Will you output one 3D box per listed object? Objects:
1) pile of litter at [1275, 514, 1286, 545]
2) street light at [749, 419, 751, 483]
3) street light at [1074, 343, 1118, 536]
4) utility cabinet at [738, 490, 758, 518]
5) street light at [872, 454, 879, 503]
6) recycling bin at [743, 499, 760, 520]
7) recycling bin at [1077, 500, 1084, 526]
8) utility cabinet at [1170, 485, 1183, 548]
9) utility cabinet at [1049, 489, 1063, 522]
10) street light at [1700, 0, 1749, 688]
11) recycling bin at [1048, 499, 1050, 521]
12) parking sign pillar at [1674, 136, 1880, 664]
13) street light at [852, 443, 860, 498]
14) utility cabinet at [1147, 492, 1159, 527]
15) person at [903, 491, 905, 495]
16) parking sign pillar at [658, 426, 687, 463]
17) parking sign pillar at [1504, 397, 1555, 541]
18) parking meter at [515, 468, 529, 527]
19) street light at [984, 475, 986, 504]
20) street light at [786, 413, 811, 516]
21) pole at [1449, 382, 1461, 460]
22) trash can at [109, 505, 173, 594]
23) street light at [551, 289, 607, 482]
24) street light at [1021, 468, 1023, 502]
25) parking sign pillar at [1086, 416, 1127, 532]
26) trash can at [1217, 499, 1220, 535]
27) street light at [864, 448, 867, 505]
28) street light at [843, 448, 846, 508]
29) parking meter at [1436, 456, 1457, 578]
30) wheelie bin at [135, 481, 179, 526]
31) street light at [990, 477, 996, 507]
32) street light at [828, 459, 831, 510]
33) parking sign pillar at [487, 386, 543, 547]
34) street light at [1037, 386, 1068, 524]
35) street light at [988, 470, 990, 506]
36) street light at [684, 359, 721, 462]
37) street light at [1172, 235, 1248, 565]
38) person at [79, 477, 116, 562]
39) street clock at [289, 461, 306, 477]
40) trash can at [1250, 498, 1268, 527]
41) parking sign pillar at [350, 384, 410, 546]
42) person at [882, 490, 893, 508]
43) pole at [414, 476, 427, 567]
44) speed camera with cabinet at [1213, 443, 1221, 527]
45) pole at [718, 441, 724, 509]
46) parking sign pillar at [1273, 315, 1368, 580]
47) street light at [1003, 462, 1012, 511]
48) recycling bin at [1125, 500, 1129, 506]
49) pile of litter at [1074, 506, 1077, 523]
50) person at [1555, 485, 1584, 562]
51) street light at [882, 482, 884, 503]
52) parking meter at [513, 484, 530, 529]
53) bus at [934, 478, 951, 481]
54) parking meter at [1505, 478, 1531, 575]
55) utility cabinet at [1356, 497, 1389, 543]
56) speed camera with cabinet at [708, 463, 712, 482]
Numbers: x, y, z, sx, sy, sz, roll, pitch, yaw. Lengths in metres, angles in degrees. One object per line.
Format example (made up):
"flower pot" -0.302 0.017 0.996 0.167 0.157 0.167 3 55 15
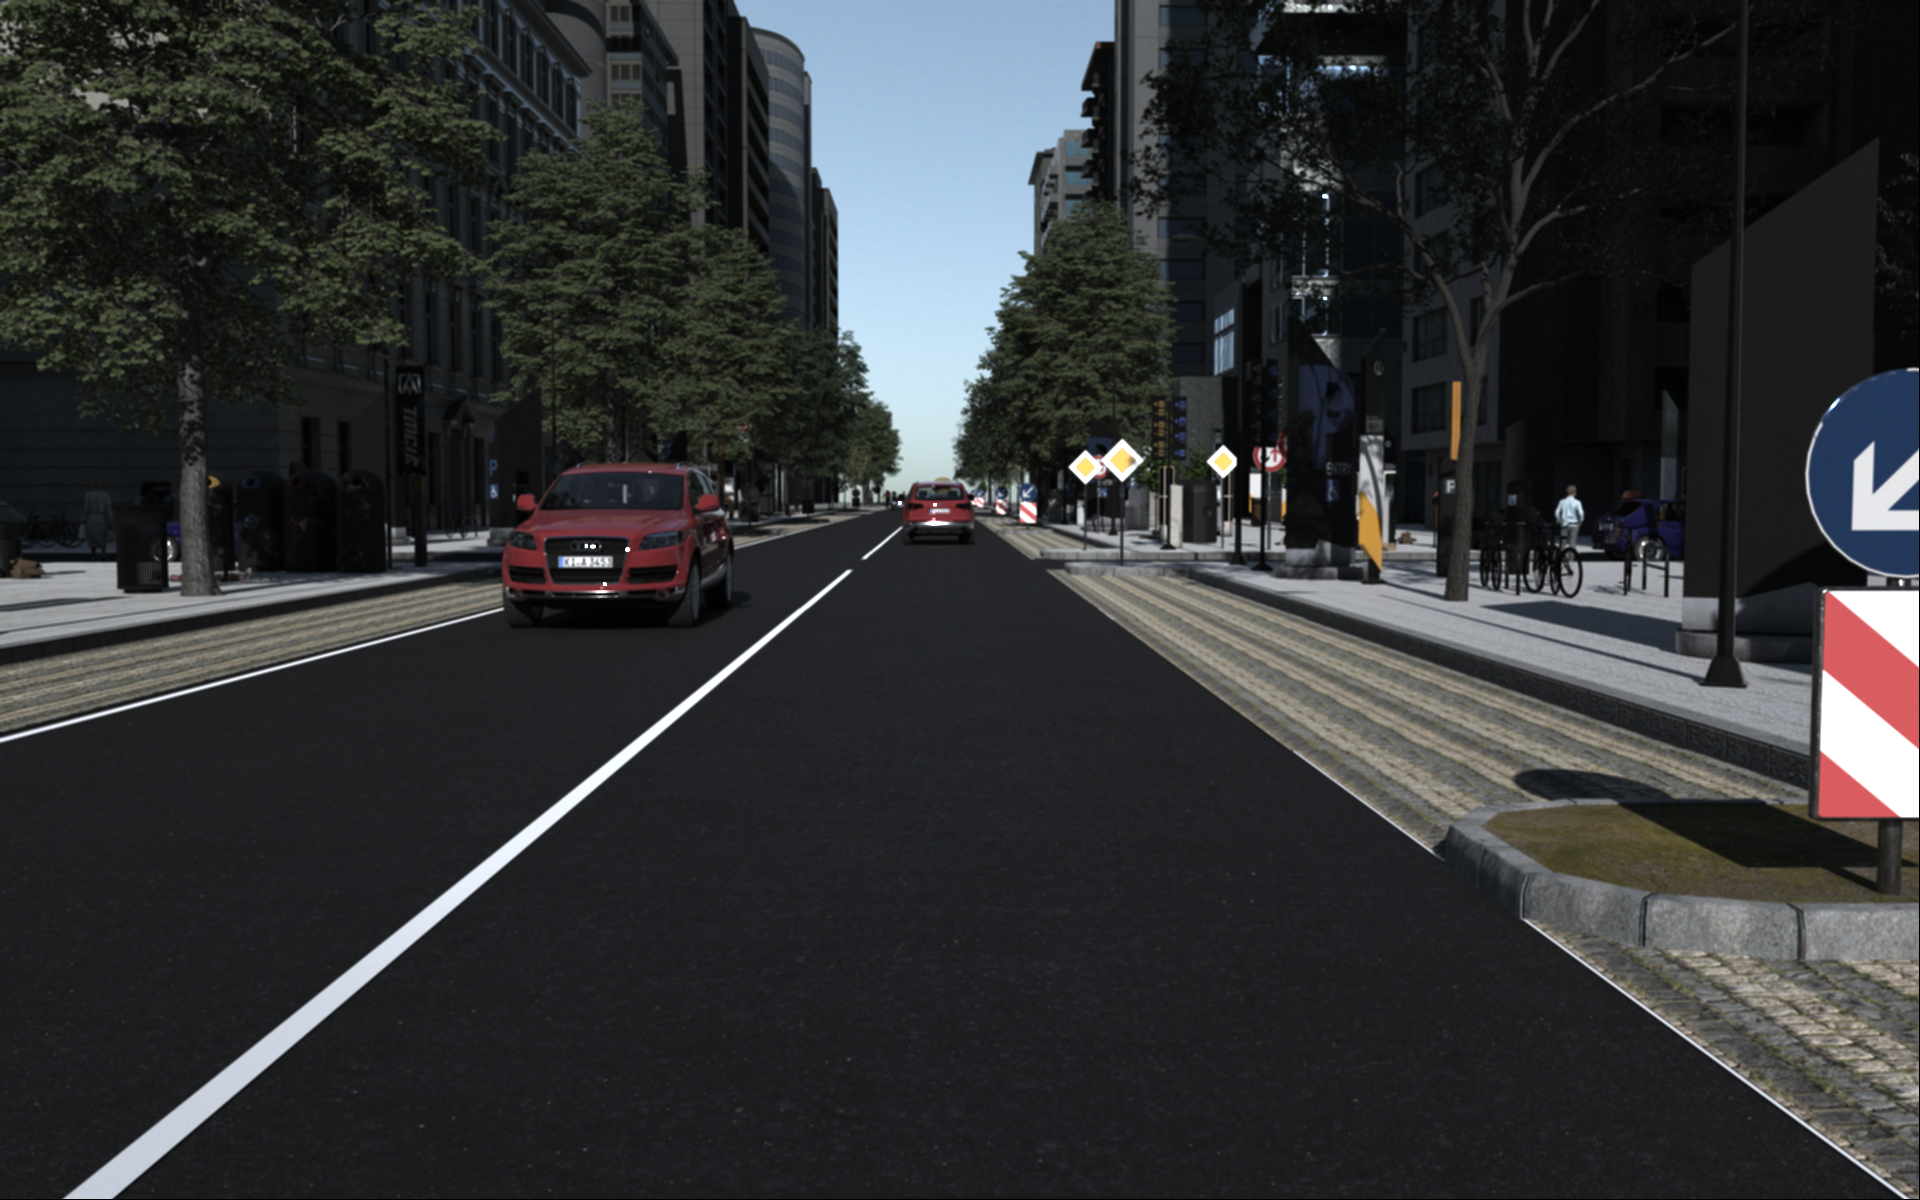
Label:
"pile of litter" 8.545 -1.805 43.473 1.176 0.858 1.719 0 4 -4
"street light" -9.139 -6.548 79.606 1.470 5.913 1.316 0 4 -1
"street light" 4.213 -4.955 53.548 1.470 5.913 1.316 0 4 -1
"utility cabinet" -11.321 -5.131 92.574 1.173 1.500 0.318 3 4 36
"street light" -10.325 -13.828 198.635 1.470 5.913 1.316 0 4 -1
"recycling bin" -10.476 -4.548 86.906 0.722 1.027 0.722 -1 4 -21
"recycling bin" 5.164 -3.505 69.865 0.722 1.027 0.722 2 4 25
"utility cabinet" 5.166 -2.005 41.459 0.318 1.500 1.173 0 4 5
"utility cabinet" 4.403 -4.248 78.140 0.318 1.500 1.173 2 4 28
"street light" 4.591 -2.379 11.445 1.470 5.913 1.316 0 4 -1
"recycling bin" 4.601 -4.249 82.028 0.722 1.027 0.722 1 4 21
"parking sign pillar" 6.460 -1.540 13.655 1.447 3.967 1.447 2 4 30
"street light" -9.827 -11.212 155.859 1.470 5.913 1.316 0 4 -1
"utility cabinet" 7.142 -3.597 67.487 1.173 1.500 0.318 3 4 36
"person" -8.506 -15.643 263.900 0.705 1.869 1.348 1 4 16
"parking sign pillar" -10.737 -4.708 65.442 1.447 3.967 1.447 1 4 13
"parking sign pillar" 15.888 -3.661 48.322 1.447 3.967 1.447 1 4 18
"parking meter" -9.692 -1.995 38.333 0.255 1.863 0.399 -1 4 -21
"street light" 2.889 -12.093 170.268 1.470 5.913 1.316 0 4 -1
"street light" -9.307 -7.757 99.363 1.470 5.913 1.316 0 4 -1
"pole" 8.991 -2.303 31.502 0.158 3.312 0.155 0 3 0
"trash can" -10.612 -0.662 22.472 0.748 1.137 0.748 0 3 0
"street light" -8.694 -4.088 39.381 1.470 5.913 1.316 0 4 -1
"street light" 3.730 -7.371 93.061 1.470 5.913 1.316 0 4 -1
"parking sign pillar" 4.985 -4.328 59.234 1.447 3.967 1.447 2 4 34
"trash can" 8.238 -2.639 54.798 0.748 1.137 0.748 0 3 0
"street light" -10.059 -12.443 175.979 1.470 5.913 1.316 0 4 -1
"street light" -9.728 -10.004 136.101 1.470 5.913 1.316 0 4 -1
"parking meter" 7.550 -1.279 26.622 0.399 1.863 0.255 1 4 9
"wheelie bin" -19.435 -2.087 42.026 0.980 1.594 0.693 -3 5 -44
"street light" 3.238 -9.665 130.566 1.470 5.913 1.316 0 4 -1
"street light" -9.472 -8.774 115.989 1.470 5.913 1.316 0 4 -1
"parking sign pillar" -10.978 -3.322 42.795 1.447 3.967 1.447 3 5 41
"street light" 3.894 -6.163 73.304 1.470 5.913 1.316 0 4 -1
"street light" 3.238 -10.885 150.513 1.470 5.913 1.316 0 4 -1
"street light" -8.932 -5.332 59.712 1.470 5.913 1.316 0 4 -1
"street light" 4.495 -3.588 31.203 1.470 5.913 1.316 0 4 -1
"person" -17.455 -1.598 34.981 0.694 1.780 0.624 -1 4 -18
"street clock" -14.638 -2.064 38.324 0.358 2.002 0.471 -3 5 -41
"trash can" 11.704 -3.436 67.825 0.748 1.137 0.748 0 3 0
"parking sign pillar" -14.428 -3.331 42.935 1.447 3.967 1.447 1 4 20
"person" -7.236 -10.013 172.175 1.348 1.831 0.705 2 4 24
"pole" -9.535 -2.245 30.546 0.158 3.312 0.155 0 3 0
"speed camera with cabinet" 9.949 -4.423 66.645 0.660 3.252 2.038 1 4 12
"pole" -9.110 -4.419 66.093 0.158 3.312 0.155 0 3 0
"parking sign pillar" 5.555 -2.329 26.557 1.447 3.967 1.447 -3 5 -44
"street light" 3.545 -8.618 113.445 1.470 5.913 1.316 0 4 -1
"recycling bin" 6.906 -3.481 69.468 0.722 1.027 0.722 -2 4 -25
"pile of litter" 5.522 -3.788 75.897 1.176 0.858 1.719 2 4 25
"person" 12.028 -1.458 34.155 0.330 1.601 0.589 -3 5 -43
"street light" -10.520 -15.037 218.391 1.470 5.913 1.316 0 4 -1
"parking meter" -10.353 -1.986 40.887 0.372 1.533 0.369 0 3 0
"bus" -2.571 -16.354 258.933 2.896 3.916 12.252 0 4 0
"parking meter" 8.908 -1.176 27.644 0.372 1.533 0.369 0 3 0
"utility cabinet" 9.767 -1.859 41.554 1.020 1.237 0.306 1 4 14
"speed camera with cabinet" -16.220 -7.025 109.193 0.660 3.252 2.038 -2 4 -28
